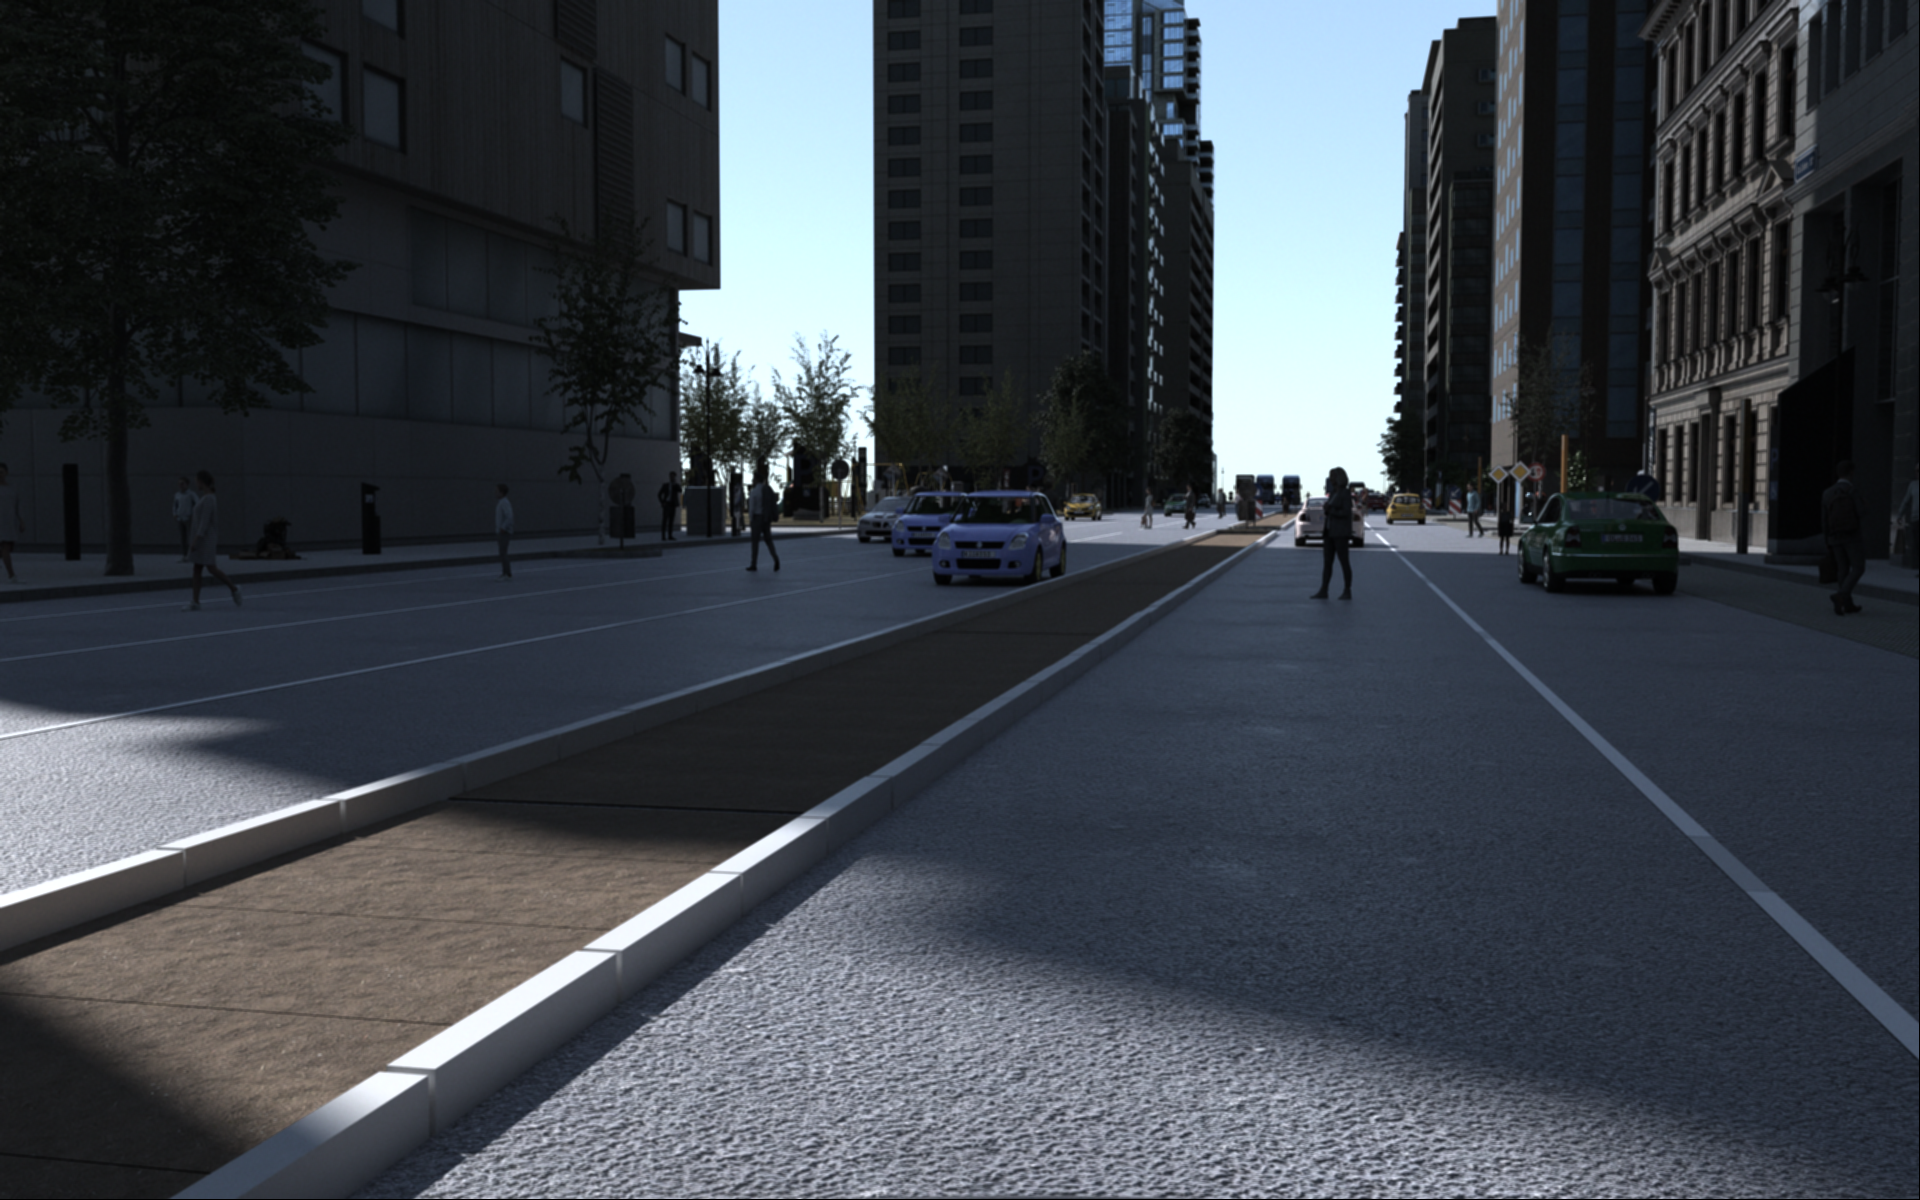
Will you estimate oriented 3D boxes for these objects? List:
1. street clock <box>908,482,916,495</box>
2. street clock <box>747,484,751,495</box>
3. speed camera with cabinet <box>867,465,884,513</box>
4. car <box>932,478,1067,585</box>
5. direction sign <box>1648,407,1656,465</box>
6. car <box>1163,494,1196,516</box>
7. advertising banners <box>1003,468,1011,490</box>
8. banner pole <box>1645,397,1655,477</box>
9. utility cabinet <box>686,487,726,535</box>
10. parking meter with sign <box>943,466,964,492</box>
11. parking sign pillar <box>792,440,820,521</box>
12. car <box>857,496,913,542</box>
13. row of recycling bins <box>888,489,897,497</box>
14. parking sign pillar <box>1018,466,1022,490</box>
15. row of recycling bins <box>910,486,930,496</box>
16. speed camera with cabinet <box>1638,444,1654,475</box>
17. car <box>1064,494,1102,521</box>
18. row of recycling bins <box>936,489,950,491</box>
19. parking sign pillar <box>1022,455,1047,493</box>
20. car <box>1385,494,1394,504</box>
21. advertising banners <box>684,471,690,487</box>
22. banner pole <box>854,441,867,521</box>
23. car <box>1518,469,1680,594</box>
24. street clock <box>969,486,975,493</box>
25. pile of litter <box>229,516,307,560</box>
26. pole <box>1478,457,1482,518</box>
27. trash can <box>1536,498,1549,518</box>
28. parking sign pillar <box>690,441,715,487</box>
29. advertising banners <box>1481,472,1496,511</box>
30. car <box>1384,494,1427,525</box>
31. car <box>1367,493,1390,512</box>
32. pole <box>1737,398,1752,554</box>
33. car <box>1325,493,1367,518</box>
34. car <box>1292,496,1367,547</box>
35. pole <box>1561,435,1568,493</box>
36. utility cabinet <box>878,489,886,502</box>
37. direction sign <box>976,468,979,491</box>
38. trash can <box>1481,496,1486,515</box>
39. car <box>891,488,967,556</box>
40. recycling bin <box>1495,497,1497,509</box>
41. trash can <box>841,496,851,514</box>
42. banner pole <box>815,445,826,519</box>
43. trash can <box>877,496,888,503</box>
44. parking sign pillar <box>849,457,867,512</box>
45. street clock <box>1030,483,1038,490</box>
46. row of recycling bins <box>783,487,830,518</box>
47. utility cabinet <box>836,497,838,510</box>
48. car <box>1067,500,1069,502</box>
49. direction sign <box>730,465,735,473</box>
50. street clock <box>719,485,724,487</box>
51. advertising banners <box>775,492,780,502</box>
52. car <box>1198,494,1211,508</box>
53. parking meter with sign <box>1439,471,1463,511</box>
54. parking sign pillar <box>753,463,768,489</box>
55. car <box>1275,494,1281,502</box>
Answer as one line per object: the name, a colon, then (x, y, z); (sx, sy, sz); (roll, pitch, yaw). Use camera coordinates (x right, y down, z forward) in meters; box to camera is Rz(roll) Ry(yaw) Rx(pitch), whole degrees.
street clock: (-3.017, -6.324, 107.973); (0.471, 2.002, 0.358); (2, 4, 26)
street clock: (-15.537, -7.534, 127.753); (0.358, 2.002, 0.471); (0, 4, 1)
speed camera with cabinet: (-5.512, -7.279, 113.351); (0.660, 3.252, 2.038); (1, 4, 15)
car: (0.681, -1.154, 28.455); (1.945, 1.707, 3.694); (1, 4, 13)
direction sign: (18.189, -3.279, 45.615); (0.379, 3.537, 0.876); (2, 4, 33)
car: (14.246, -6.131, 112.042); (2.131, 1.459, 4.920); (1, 4, 11)
advertising banners: (2.412, -7.381, 116.870); (2.074, 3.025, 0.090); (1, 4, 9)
banner pole: (17.690, -3.331, 44.485); (0.401, 3.779, 0.863); (0, 4, 7)
utility cabinet: (-7.822, -2.728, 53.285); (1.173, 1.500, 0.318); (1, 4, 14)
parking meter with sign: (-0.146, -6.719, 106.112); (1.738, 3.016, 0.543); (-2, 4, -30)
parking sign pillar: (-7.456, -5.853, 84.173); (1.447, 3.967, 1.447); (0, 4, -3)
car: (-1.757, -2.476, 52.843); (2.083, 1.381, 4.827); (1, 4, 13)
row of recycling bins: (-5.469, -8.286, 142.585); (1.069, 1.692, 3.534); (0, 4, -4)
parking sign pillar: (4.773, -8.223, 122.918); (1.447, 3.967, 1.447); (0, 4, 7)
row of recycling bins: (-2.005, -4.860, 86.581); (1.069, 1.692, 3.534); (0, 4, 2)
speed camera with cabinet: (27.180, -4.465, 67.338); (0.660, 3.252, 2.038); (-1, 4, -12)
car: (6.737, -5.169, 94.744); (2.015, 1.641, 3.980); (1, 4, 11)
row of recycling bins: (-1.559, -8.482, 145.791); (3.534, 1.692, 1.069); (-2, 4, -24)
parking sign pillar: (5.255, -7.956, 118.554); (1.447, 3.967, 1.447); (1, 4, 9)
car: (48.693, -11.275, 196.344); (2.014, 1.417, 4.499); (1, 4, 13)
advertising banners: (-19.894, -8.268, 131.369); (2.074, 3.025, 0.090); (-1, 4, -12)
banner pole: (-4.711, -5.575, 81.171); (0.863, 3.779, 0.401); (2, 4, 27)
car: (9.654, -1.077, 26.399); (1.959, 1.807, 4.718); (1, 4, 10)
street clock: (1.010, -8.839, 149.093); (0.471, 2.002, 0.358); (1, 4, 21)
pile of litter: (-13.630, -1.229, 34.065); (1.719, 0.858, 1.176); (3, 5, 41)
pole: (28.286, -6.142, 94.271); (0.158, 3.312, 0.155); (0, 3, 0)
trash can: (23.823, -3.618, 70.804); (0.748, 1.137, 0.748); (0, 3, 0)
parking sign pillar: (-13.110, -6.103, 88.261); (1.447, 3.967, 1.447); (3, 5, 42)
advertising banners: (41.034, -8.425, 133.936); (2.074, 3.025, 0.090); (3, 4, 36)
car: (21.317, -4.441, 82.835); (2.015, 1.641, 3.980); (1, 4, 12)
car: (33.225, -7.910, 138.365); (2.155, 1.783, 4.494); (1, 4, 13)
pole: (16.780, -2.643, 37.057); (0.158, 3.312, 0.155); (0, 3, 0)
car: (15.931, -3.879, 72.454); (2.155, 1.783, 4.494); (1, 4, 11)
car: (10.346, -2.210, 48.502); (2.083, 1.381, 4.827); (1, 4, 12)
pole: (20.777, -4.020, 59.564); (0.158, 3.312, 0.155); (0, 3, 0)
utility cabinet: (-3.308, -3.959, 73.416); (0.318, 1.500, 1.173); (0, 4, -5)
direction sign: (1.519, -9.489, 147.139); (0.379, 3.537, 0.876); (1, 4, 16)
trash can: (31.227, -5.662, 104.223); (0.748, 1.137, 0.748); (0, 3, 0)
car: (-0.501, -1.925, 41.059); (1.945, 1.707, 3.694); (1, 4, 10)
recycling bin: (42.431, -7.556, 136.087); (0.722, 1.027, 0.722); (1, 4, 12)
trash can: (-7.310, -6.074, 110.963); (0.748, 1.137, 0.748); (0, 3, 0)
banner pole: (-7.036, -5.972, 87.667); (0.863, 3.779, 0.401); (2, 4, 34)
trash can: (-4.675, -5.622, 103.579); (0.748, 1.137, 0.748); (0, 3, 0)
parking sign pillar: (-7.291, -8.371, 125.336); (1.447, 3.967, 1.447); (2, 4, 32)
street clock: (4.914, -6.783, 115.475); (0.471, 2.002, 0.358); (1, 4, 18)
row of recycling bins: (-8.440, -5.379, 95.065); (1.069, 1.692, 3.534); (-3, 5, -45)
utility cabinet: (-9.661, -7.745, 137.792); (0.306, 1.237, 1.020); (-1, 4, -11)
car: (7.960, -6.236, 111.743); (2.009, 1.686, 4.222); (1, 4, 11)
direction sign: (-17.959, -8.863, 136.903); (0.379, 3.537, 0.876); (-2, 4, -35)
street clock: (-19.155, -8.242, 139.325); (0.471, 2.002, 0.358); (1, 4, 12)
advertising banners: (-15.442, -8.841, 140.733); (2.074, 3.025, 0.090); (2, 4, 35)
car: (24.835, -10.220, 178.895); (2.131, 1.459, 4.920); (1, 4, 13)
parking meter with sign: (37.813, -8.381, 133.289); (1.738, 3.016, 0.543); (0, 4, -1)
parking sign pillar: (-16.965, -9.725, 147.471); (1.447, 3.967, 1.447); (0, 4, -8)
car: (52.796, -16.982, 287.238); (1.945, 1.707, 3.694); (1, 4, 12)
